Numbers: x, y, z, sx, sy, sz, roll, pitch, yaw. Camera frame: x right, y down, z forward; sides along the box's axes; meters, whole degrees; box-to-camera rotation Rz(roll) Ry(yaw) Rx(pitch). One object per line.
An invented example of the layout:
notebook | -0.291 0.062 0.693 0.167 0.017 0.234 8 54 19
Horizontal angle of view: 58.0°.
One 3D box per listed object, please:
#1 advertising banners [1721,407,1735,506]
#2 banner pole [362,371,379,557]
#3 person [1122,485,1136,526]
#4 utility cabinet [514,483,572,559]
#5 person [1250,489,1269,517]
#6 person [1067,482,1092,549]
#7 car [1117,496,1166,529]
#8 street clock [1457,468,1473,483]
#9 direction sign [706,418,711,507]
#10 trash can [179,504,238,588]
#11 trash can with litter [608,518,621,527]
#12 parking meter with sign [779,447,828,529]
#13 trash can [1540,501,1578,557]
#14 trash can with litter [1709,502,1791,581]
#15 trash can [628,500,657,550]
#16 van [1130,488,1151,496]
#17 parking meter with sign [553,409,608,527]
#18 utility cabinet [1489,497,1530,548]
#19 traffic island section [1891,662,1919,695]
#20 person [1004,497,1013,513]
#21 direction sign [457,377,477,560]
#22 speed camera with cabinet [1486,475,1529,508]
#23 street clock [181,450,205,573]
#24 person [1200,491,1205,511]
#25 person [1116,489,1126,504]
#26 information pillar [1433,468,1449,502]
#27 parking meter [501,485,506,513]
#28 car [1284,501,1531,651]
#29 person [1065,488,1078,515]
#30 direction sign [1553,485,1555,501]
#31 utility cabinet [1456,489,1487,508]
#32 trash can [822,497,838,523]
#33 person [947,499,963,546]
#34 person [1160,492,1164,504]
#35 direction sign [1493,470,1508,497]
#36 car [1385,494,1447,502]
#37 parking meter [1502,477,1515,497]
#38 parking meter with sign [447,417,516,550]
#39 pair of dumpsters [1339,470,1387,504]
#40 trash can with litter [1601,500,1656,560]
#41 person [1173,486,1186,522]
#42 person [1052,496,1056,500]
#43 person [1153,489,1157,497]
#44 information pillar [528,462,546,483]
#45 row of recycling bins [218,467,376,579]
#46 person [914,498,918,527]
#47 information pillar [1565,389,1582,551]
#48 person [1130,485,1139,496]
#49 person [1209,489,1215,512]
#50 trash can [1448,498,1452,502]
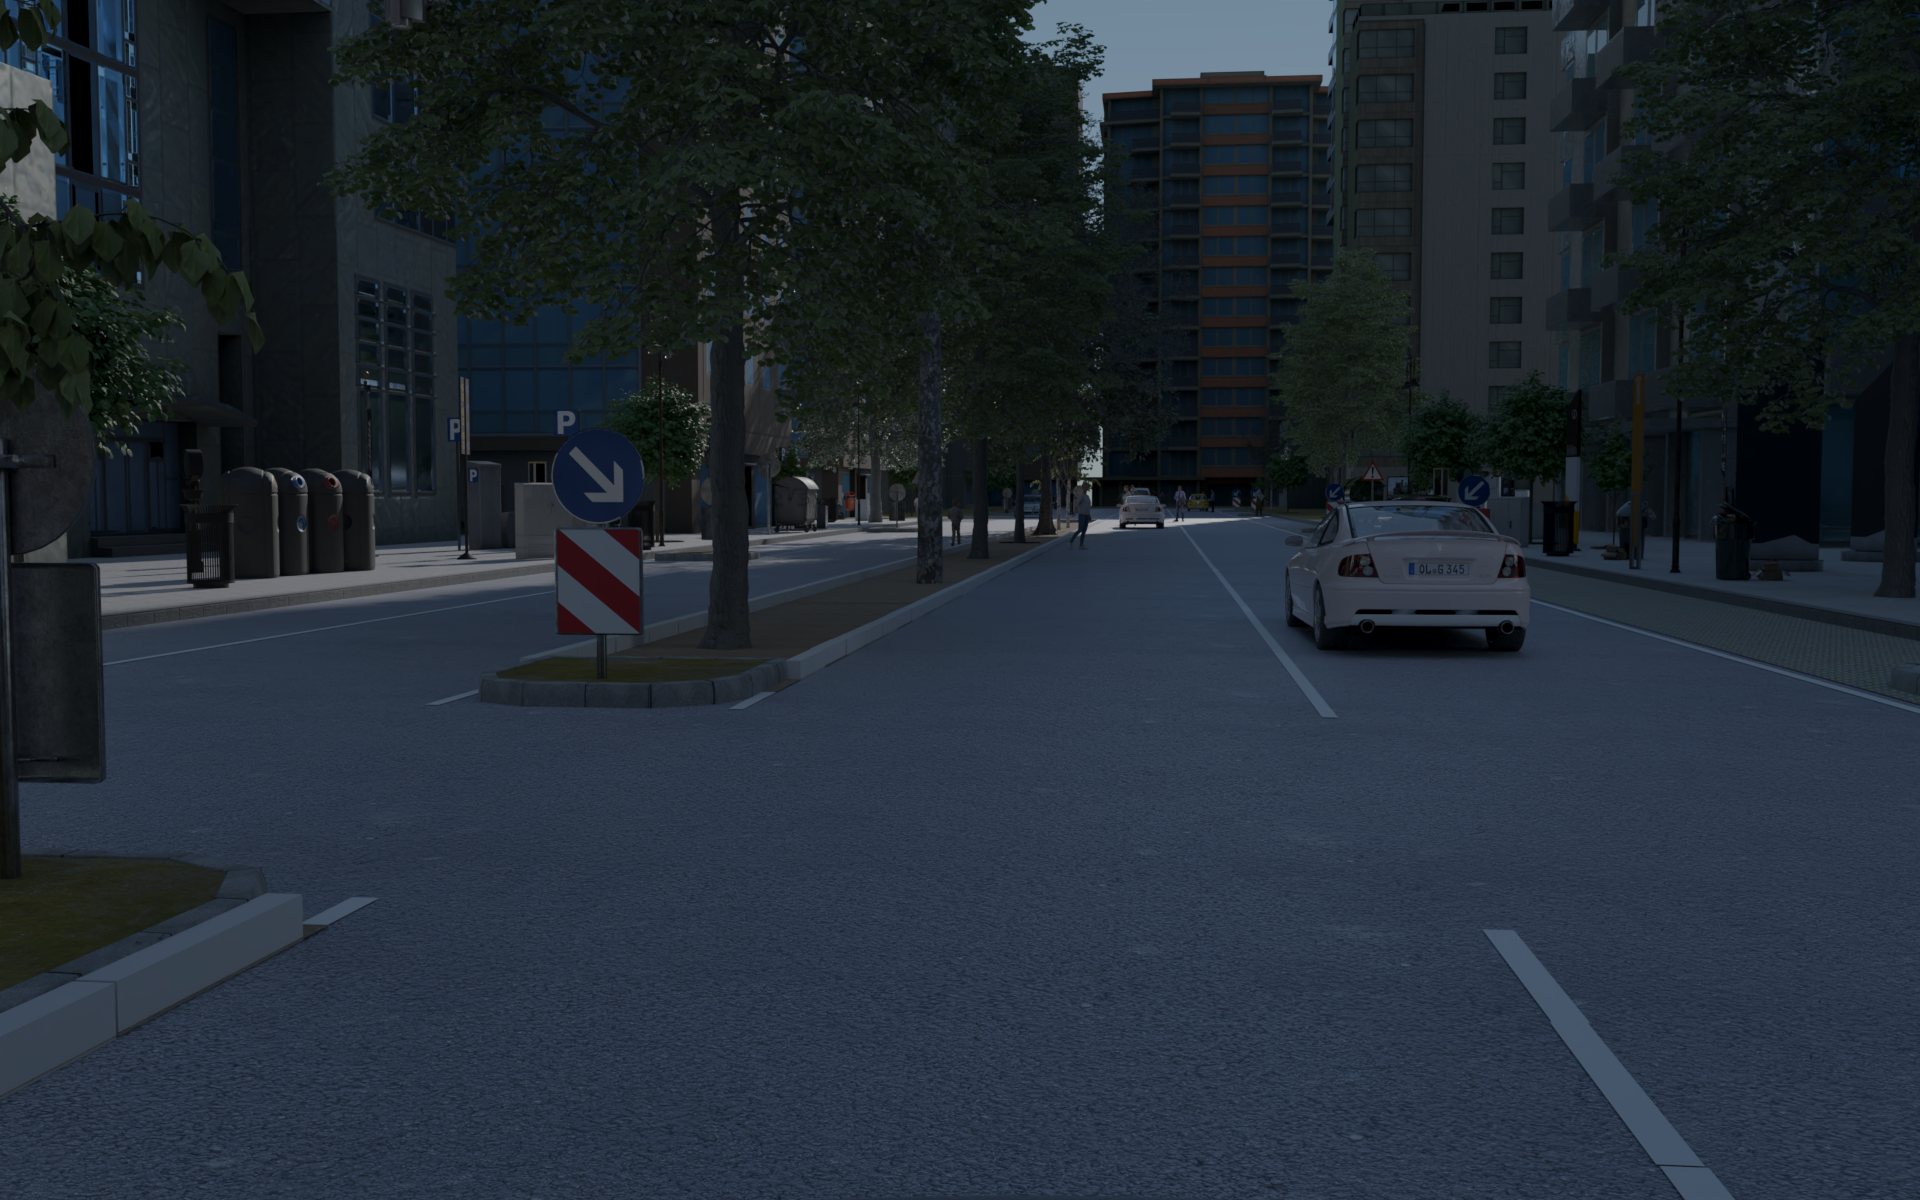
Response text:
advertising banners | 15.807 -2.410 35.595 0.090 3.025 2.074 2 4 33
banner pole | -11.988 -2.759 35.124 0.401 3.779 0.863 -2 4 -27
person | 7.362 -4.134 76.192 0.778 1.811 0.616 0 4 0
utility cabinet | -8.179 -1.553 34.067 0.318 1.500 1.173 3 4 37
person | 19.098 -6.197 110.557 1.217 1.736 0.721 1 4 9
person | 3.051 -2.176 44.754 0.598 1.740 0.731 1 4 21
car | 7.662 -3.719 73.161 2.083 1.381 4.827 0 4 5
street clock | 14.011 -2.662 48.095 0.471 2.002 0.358 -3 4 -38
direction sign | -7.434 -3.639 51.496 0.379 3.537 0.876 -1 4 -18
trash can | -10.276 -0.739 23.731 0.748 1.137 0.748 0 3 0
trash can with litter | -7.946 -1.656 38.463 0.624 1.170 1.055 -2 4 -33
parking meter with sign | -5.779 -4.156 64.210 1.738 3.016 0.543 1 4 11
trash can | 12.349 -1.473 35.739 0.748 1.137 0.748 0 3 0
trash can with litter | 11.785 -0.884 25.846 1.055 1.170 0.624 1 4 10
trash can | -7.311 -1.717 39.719 0.748 1.137 0.748 0 3 0
van | 12.360 -6.853 119.061 2.013 2.044 4.112 0 4 6
parking meter with sign | -7.931 -2.460 36.490 0.543 3.016 1.738 1 4 11
utility cabinet | 13.208 -1.868 41.706 0.306 1.237 1.020 -2 4 -29
traffic island section | 7.735 0.644 11.756 2.009 0.180 2.903 0 4 6
person | 3.303 -6.669 118.228 0.721 1.739 1.217 2 4 31
direction sign | -9.690 -2.565 33.930 0.379 3.537 0.876 0 4 -6
speed camera with cabinet | 26.584 -5.483 83.983 2.038 3.252 0.660 2 4 34
street clock | -12.498 -1.448 28.249 0.358 2.002 0.471 -3 4 -38
person | 20.482 -8.373 146.312 0.530 1.710 0.541 1 4 17
person | 12.735 -7.728 134.849 1.348 1.824 0.705 3 5 43
information pillar | 13.607 -2.725 49.042 0.304 2.012 0.304 -3 5 -40
parking meter | -12.813 -2.432 48.181 0.372 1.533 0.369 0 3 0
car | 4.330 -0.297 17.226 2.083 1.381 4.827 0 4 5
person | 7.698 -6.769 119.187 1.348 1.822 0.705 -3 5 -39
direction sign | 25.706 -5.072 74.927 0.876 3.537 0.379 3 4 37
utility cabinet | 20.661 -3.746 69.932 1.173 1.500 0.318 3 4 37
trash can | -5.865 -4.068 78.172 0.748 1.137 0.748 0 3 0
person | -0.130 -2.115 47.345 0.475 1.303 0.640 1 4 10
person | 19.037 -9.374 163.242 0.415 1.643 0.593 1 4 22
direction sign | 24.894 -5.358 79.604 0.876 3.537 0.379 -1 4 -15
car | 10.961 -1.970 41.999 2.009 1.686 4.222 0 4 7
parking meter | 19.017 -3.326 60.097 0.255 1.863 0.399 -3 4 -38
parking meter with sign | -11.010 -2.686 40.176 0.543 3.016 1.738 2 4 31
pair of dumpsters | 16.556 -4.208 71.289 1.574 2.255 4.437 0 4 6
trash can with litter | 13.028 -1.371 33.797 1.055 1.170 0.624 -3 4 -37
person | 11.351 -4.984 89.853 0.709 1.838 0.599 2 4 30
person | 8.210 -9.096 157.935 1.217 1.735 0.721 3 4 38
person | 14.890 -7.583 132.508 0.705 1.821 1.348 1 4 22
information pillar | -9.565 -2.126 39.250 0.304 2.012 0.304 -3 5 -40
row of recycling bins | -10.609 -1.262 27.748 1.069 1.692 3.534 1 4 13
person | -1.748 -3.977 76.126 0.523 1.515 0.503 2 4 28
information pillar | 13.780 -2.909 38.915 0.183 3.616 0.504 -1 4 -10
person | 8.310 -4.528 82.334 0.655 1.846 0.447 -1 4 -21
person | 19.727 -7.765 135.440 0.705 1.826 1.348 1 4 17
trash can | 17.656 -3.171 63.493 0.748 1.137 0.748 0 3 0
